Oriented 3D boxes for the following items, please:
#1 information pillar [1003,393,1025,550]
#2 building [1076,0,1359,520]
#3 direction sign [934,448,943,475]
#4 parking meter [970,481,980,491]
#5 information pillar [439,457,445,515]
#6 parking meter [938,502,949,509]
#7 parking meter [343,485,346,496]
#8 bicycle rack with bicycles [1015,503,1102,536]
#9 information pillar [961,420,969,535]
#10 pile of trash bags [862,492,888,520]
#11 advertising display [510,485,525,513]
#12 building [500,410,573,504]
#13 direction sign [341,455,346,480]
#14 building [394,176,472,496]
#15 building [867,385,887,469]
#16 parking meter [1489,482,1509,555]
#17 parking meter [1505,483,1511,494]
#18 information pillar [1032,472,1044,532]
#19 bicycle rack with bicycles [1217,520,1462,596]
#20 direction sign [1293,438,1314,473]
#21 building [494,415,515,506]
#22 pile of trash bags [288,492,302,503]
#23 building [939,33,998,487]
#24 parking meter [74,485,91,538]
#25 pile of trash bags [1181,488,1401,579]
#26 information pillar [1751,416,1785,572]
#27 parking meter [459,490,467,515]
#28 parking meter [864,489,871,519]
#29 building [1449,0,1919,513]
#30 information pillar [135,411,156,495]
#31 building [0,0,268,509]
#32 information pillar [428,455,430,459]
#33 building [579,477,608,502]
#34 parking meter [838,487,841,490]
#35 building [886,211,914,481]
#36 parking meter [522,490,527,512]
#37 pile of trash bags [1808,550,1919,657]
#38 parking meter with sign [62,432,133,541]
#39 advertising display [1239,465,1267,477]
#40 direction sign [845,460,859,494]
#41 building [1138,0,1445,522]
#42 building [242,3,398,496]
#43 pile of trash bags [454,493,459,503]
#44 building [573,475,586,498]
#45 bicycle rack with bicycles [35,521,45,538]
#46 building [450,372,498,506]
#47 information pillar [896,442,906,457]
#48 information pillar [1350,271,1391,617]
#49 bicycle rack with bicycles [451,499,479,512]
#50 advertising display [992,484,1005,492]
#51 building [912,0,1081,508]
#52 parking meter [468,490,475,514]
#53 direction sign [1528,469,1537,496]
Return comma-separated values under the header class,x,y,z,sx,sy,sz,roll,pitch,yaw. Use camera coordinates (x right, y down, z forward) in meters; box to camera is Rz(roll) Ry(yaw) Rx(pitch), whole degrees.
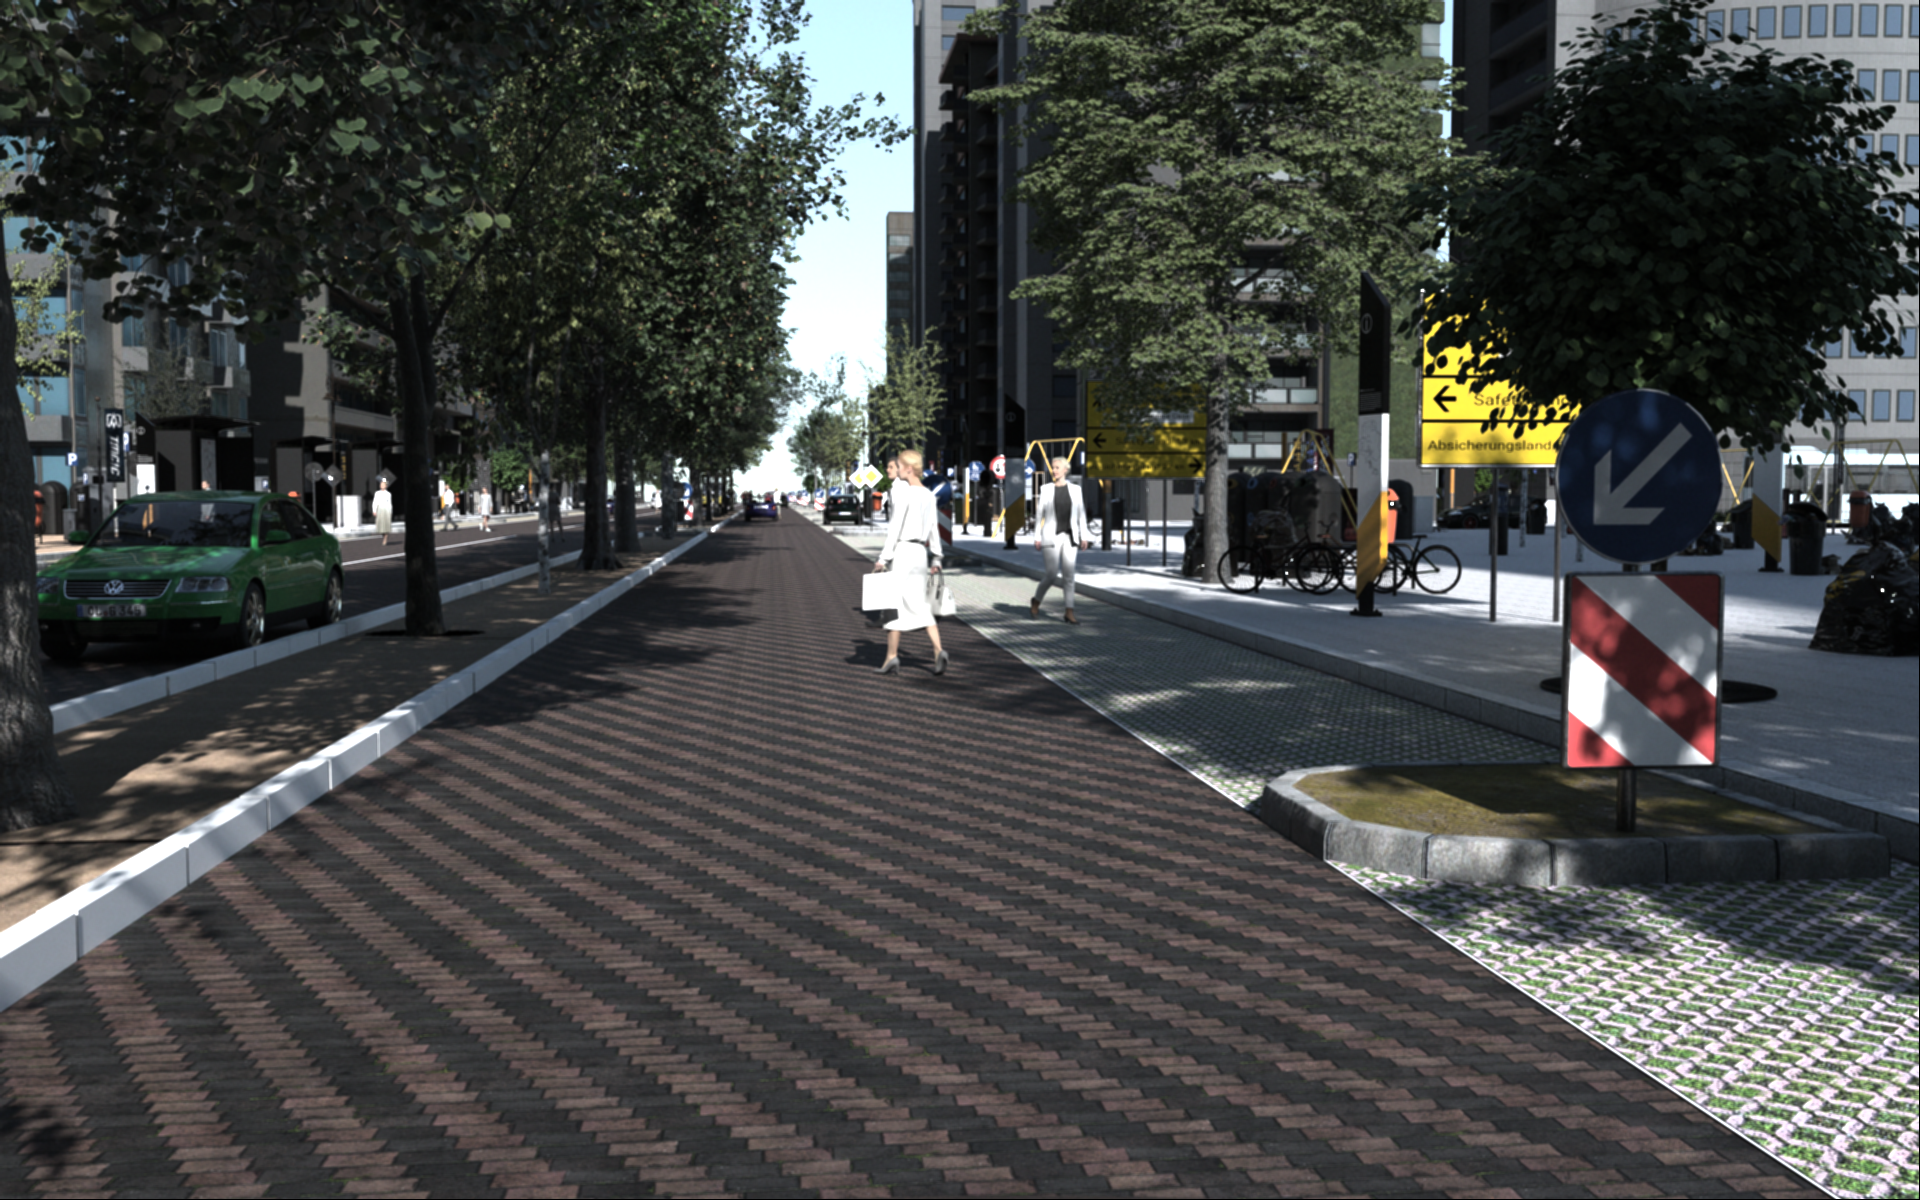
class,x,y,z,sx,sy,sz,roll,pitch,yaw
information pillar,1.258,-2.979,40.053,0.504,3.616,0.183,0,4,6
building,13.766,-25.524,100.904,14.154,41.232,14.086,0,4,-6
direction sign,-0.996,-5.773,86.384,0.379,3.537,0.876,1,4,17
parking meter,0.748,-5.334,92.919,0.399,1.863,0.255,-1,4,-15
information pillar,-31.273,-6.919,104.484,0.504,3.616,0.183,3,5,41
parking meter,-0.667,-3.832,71.068,0.372,1.533,0.369,0,3,0
parking meter,-39.753,-6.519,112.299,0.255,1.863,0.399,2,4,33
bicycle rack with bicycles,3.135,-2.503,54.310,2.925,0.926,2.852,0,4,7
information pillar,0.183,-3.876,54.725,0.183,3.616,0.504,-1,4,-13
pile of trash bags,-3.071,-4.572,84.504,3.447,1.369,1.912,3,5,42
advertising display,-30.161,-6.896,117.961,0.974,1.923,0.123,-1,4,-15
building,-61.455,-33.927,238.292,14.154,41.232,14.086,0,4,-6
direction sign,-35.100,-6.562,99.290,0.876,3.537,0.379,1,4,20
building,-58.160,-34.314,150.270,28.713,52.752,27.495,0,4,-6
building,-0.901,-27.177,289.389,27.650,21.520,28.899,0,4,-6
parking meter,11.337,-1.713,36.423,0.372,1.533,0.369,0,3,0
parking meter,27.622,-5.004,87.523,0.255,1.863,0.399,-1,4,-19
information pillar,2.606,-3.274,58.017,0.304,2.012,0.304,-2,4,-30
bicycle rack with bicycles,5.094,-0.574,22.767,2.925,0.926,2.852,1,4,23
direction sign,13.859,-4.766,69.925,0.876,3.537,0.379,2,4,32
building,-59.238,-45.856,187.998,20.563,71.187,20.611,0,4,-6
pile of trash bags,-26.123,-3.464,66.389,1.912,1.369,3.447,0,4,2
building,9.538,-31.263,165.774,22.147,44.769,28.867,0,4,-6
parking meter,-23.875,-2.368,47.121,0.372,1.533,0.369,0,3,0
pile of trash bags,5.101,-1.055,27.007,3.447,1.369,1.912,1,4,16
information pillar,13.327,-2.273,28.518,0.183,3.616,0.504,-3,4,-38
parking meter,-30.119,-6.064,104.862,0.399,1.863,0.255,1,4,11
parking meter,-4.844,-5.042,90.848,0.372,1.533,0.369,0,3,0
building,42.948,-33.606,91.462,28.212,58.520,21.231,0,4,-6
information pillar,-22.879,-3.505,48.669,0.504,3.616,0.183,0,4,-2
building,-49.977,-28.579,86.872,23.786,49.044,30.456,0,4,-6
information pillar,-29.814,-6.473,97.193,0.183,3.616,0.504,-2,4,-26
building,-65.393,-36.638,282.620,14.154,41.232,14.086,0,4,-6
parking meter,-9.675,-8.160,139.133,0.255,1.863,0.399,0,4,-8
building,-3.857,-34.802,252.604,14.154,41.232,14.086,0,4,-6
parking meter,-30.492,-6.900,121.224,0.372,1.533,0.369,0,3,0
pile of trash bags,8.851,-0.268,14.134,3.447,1.369,1.912,-1,4,-21
parking meter with sign,-23.992,-3.176,48.184,0.543,3.016,1.738,3,5,44
advertising display,6.588,-2.067,39.005,0.123,1.923,0.974,3,5,43
direction sign,-7.150,-7.502,114.649,0.876,3.537,0.379,0,4,0
building,14.405,-24.543,84.869,14.086,41.232,14.154,0,4,-6
building,-52.796,-30.400,120.747,21.300,48.544,21.600,0,4,-6
pile of trash bags,-39.087,-7.842,137.971,3.447,1.369,1.912,2,4,31
building,-69.034,-39.143,259.589,23.786,49.044,30.456,0,4,-6
bicycle rack with bicycles,-28.156,-2.216,49.617,2.925,0.926,2.852,-1,4,-10
building,-54.326,-31.911,171.847,14.600,45.320,14.200,0,4,-6
information pillar,-2.621,-5.289,77.824,0.504,3.616,0.183,2,4,26
information pillar,4.305,-1.634,18.070,0.183,3.616,0.504,-1,4,-18
bicycle rack with bicycles,-35.697,-6.734,123.478,2.925,0.926,2.852,-2,4,-25
advertising display,2.602,-6.588,112.923,0.974,1.923,0.123,0,4,1
building,5.288,-39.851,193.565,21.231,58.520,28.212,0,4,-6
parking meter,-32.005,-6.427,113.490,0.372,1.533,0.369,0,3,0
direction sign,24.068,-4.954,72.996,0.876,3.537,0.379,-3,5,-43
